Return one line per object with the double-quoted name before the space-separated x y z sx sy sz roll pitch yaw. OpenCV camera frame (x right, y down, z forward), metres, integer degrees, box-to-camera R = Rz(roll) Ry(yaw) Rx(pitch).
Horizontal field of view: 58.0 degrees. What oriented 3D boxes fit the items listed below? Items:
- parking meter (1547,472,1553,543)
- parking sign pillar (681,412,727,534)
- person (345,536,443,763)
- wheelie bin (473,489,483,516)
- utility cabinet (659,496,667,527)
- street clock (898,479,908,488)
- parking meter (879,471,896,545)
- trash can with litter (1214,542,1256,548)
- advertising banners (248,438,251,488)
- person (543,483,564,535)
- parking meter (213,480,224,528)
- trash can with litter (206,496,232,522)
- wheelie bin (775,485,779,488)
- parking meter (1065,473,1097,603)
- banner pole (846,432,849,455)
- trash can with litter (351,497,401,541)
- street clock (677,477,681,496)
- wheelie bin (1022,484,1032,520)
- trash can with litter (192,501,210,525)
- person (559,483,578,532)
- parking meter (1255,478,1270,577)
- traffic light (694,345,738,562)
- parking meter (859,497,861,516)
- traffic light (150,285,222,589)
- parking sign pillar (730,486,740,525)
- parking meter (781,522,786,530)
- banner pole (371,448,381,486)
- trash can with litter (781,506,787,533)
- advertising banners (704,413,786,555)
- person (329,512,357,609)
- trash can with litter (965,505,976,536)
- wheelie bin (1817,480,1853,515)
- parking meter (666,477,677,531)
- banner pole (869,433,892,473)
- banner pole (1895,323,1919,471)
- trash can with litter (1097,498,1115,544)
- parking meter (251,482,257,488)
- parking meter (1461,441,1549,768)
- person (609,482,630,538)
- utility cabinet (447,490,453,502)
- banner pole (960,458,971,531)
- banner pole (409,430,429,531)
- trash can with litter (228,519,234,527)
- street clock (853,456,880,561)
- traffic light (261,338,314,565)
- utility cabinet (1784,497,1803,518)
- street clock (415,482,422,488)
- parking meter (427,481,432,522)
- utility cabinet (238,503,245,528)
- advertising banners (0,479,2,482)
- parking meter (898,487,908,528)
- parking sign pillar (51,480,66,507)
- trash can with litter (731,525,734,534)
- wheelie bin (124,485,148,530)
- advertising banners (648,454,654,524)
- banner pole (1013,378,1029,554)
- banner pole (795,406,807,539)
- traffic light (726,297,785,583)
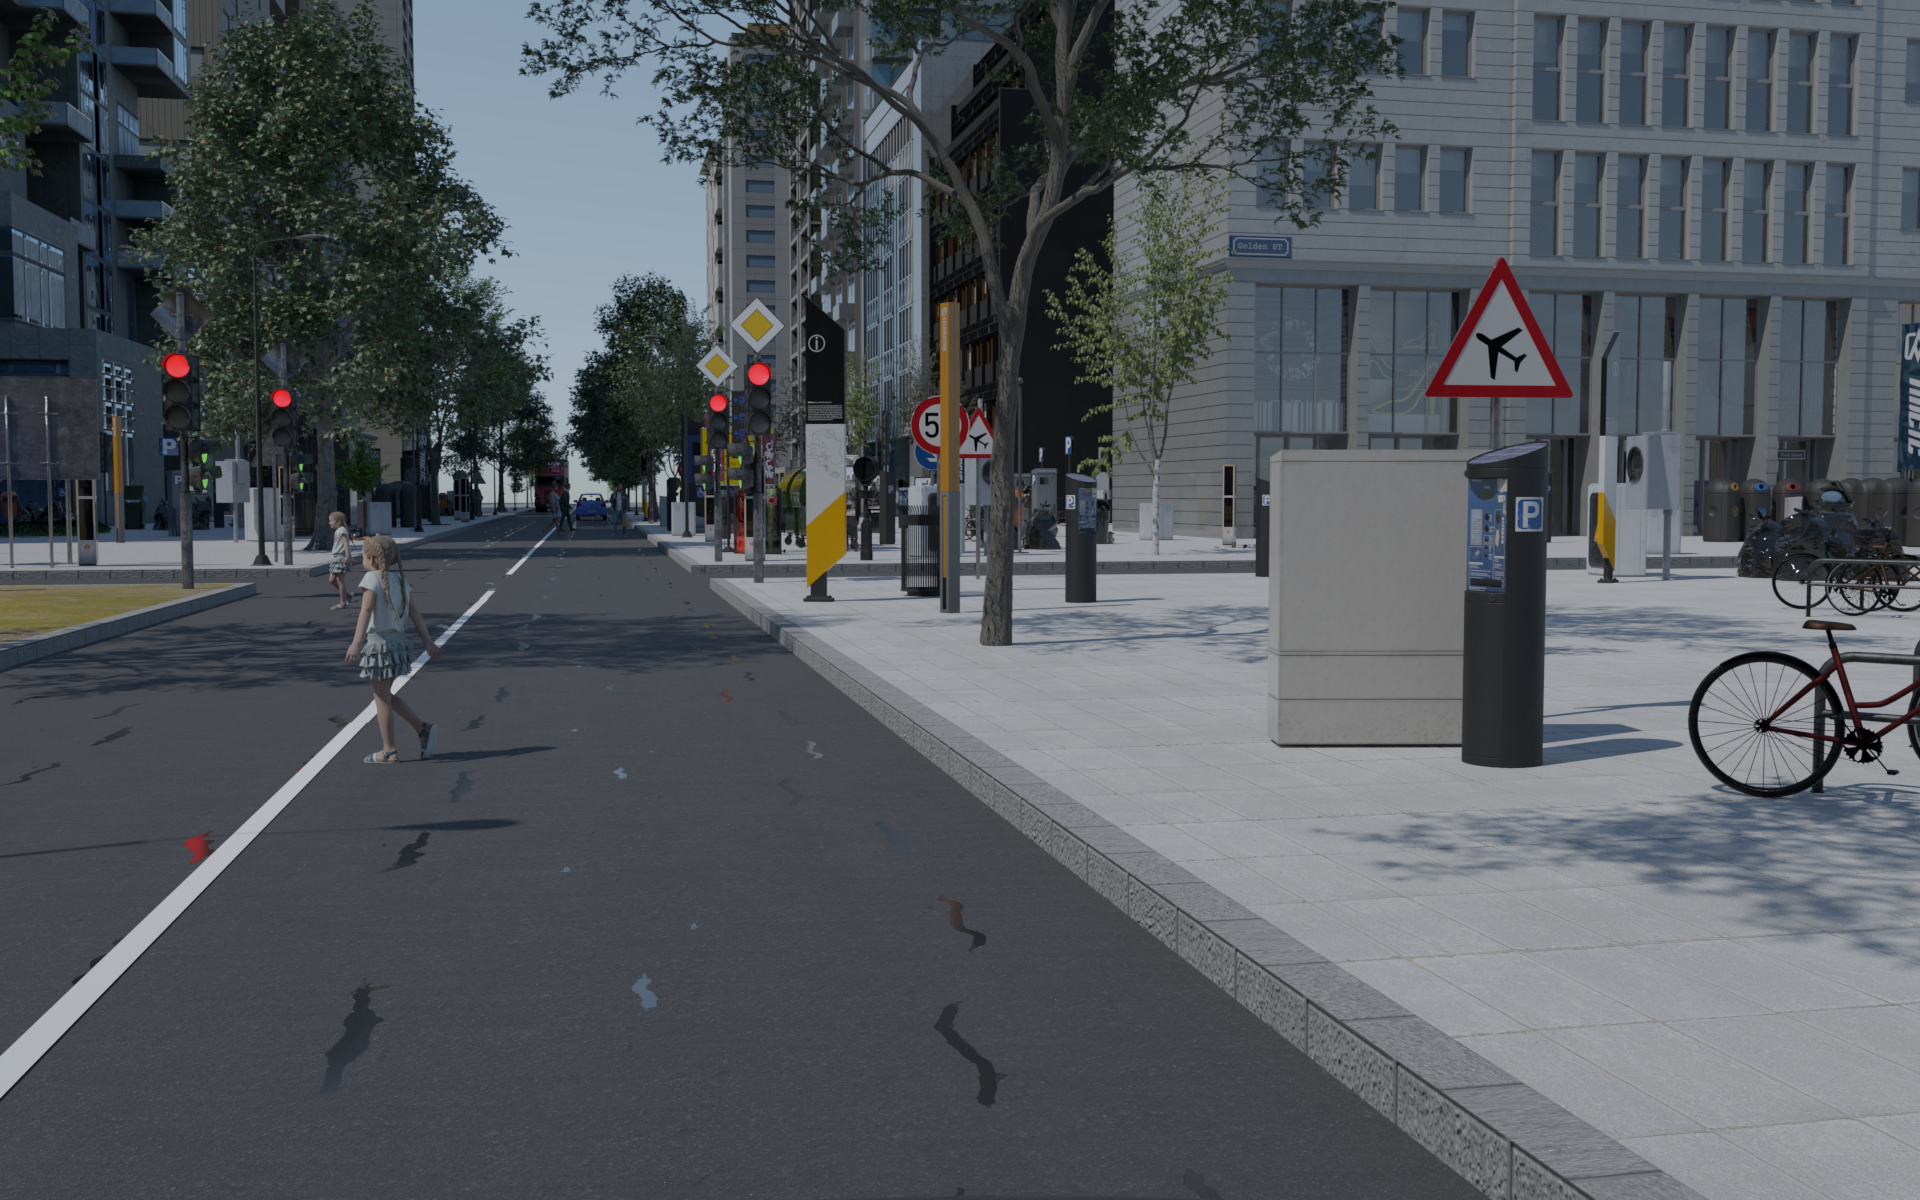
"parking meter" 15.327 -2.433 45.494 0.399 1.863 0.255 -2 4 -28
"parking sign pillar" -8.506 -4.186 56.910 1.447 3.967 1.447 0 4 -7
"person" -3.018 0.266 9.167 0.382 1.210 0.505 1 4 17
"wheelie bin" -29.001 -5.847 103.504 0.980 1.594 0.693 -3 5 -42
"utility cabinet" -11.618 -3.471 67.916 0.306 1.237 1.020 -1 4 -12
"street clock" -2.695 -4.720 81.737 0.358 2.002 0.471 -3 4 -38
"parking meter" -1.837 -2.340 43.962 0.255 1.863 0.399 3 5 42
"trash can with litter" 7.176 -1.840 41.135 2.233 1.210 1.678 1 4 14
"advertising banners" -21.132 -3.393 51.661 0.090 3.025 2.074 -1 4 -18
"person" -13.999 -3.120 59.614 0.778 1.811 0.616 0 4 -2
"parking meter" -28.134 -3.670 65.723 0.399 1.863 0.255 3 5 42
"trash can with litter" -34.723 -4.234 80.288 1.678 1.210 2.233 -2 4 -25
"wheelie bin" -6.542 -3.379 63.155 0.693 1.594 0.980 -3 4 -39
"parking meter" 1.432 -0.739 20.494 0.372 1.533 0.369 0 3 0
"banner pole" -4.147 -4.376 61.570 0.401 3.779 0.863 -2 4 -32
"trash can with litter" -16.663 -2.281 48.355 1.678 1.210 2.233 -2 4 -31
"street clock" -12.273 -4.287 74.660 0.471 2.002 0.358 -3 5 -41
"wheelie bin" 2.150 -2.871 54.843 0.693 1.594 0.980 1 4 21
"trash can with litter" -30.279 -3.489 68.433 0.624 1.170 1.055 2 4 35
"person" -15.039 -3.553 66.372 0.755 1.850 0.659 -1 4 -12
"parking meter" 4.774 -1.128 26.850 0.372 1.533 0.369 0 3 0
"traffic light" -4.598 -2.679 32.722 0.839 4.253 0.868 -1 4 -12
"parking meter" -6.030 -5.712 101.801 0.372 1.533 0.369 0 3 0
"traffic light" -10.418 -2.103 23.301 0.839 4.253 0.868 -1 4 -12
"parking sign pillar" -9.001 -4.883 68.304 1.447 3.967 1.447 0 4 -4
"parking meter" -6.396 -3.260 61.713 0.372 1.533 0.369 0 3 0
"banner pole" -28.182 -5.692 83.073 0.863 3.779 0.401 -1 4 -15
"trash can with litter" -6.352 -2.871 58.001 2.233 1.210 1.678 1 4 10
"advertising banners" -4.614 -2.496 36.999 2.074 3.025 0.090 2 4 29
"person" -7.648 -0.493 21.572 0.382 1.210 0.505 -2 4 -35
"trash can with litter" 0.421 -2.589 53.380 1.678 1.210 2.233 -1 4 -18
"wheelie bin" 20.113 -1.953 39.835 0.693 1.594 0.980 1 4 14
"parking meter" -10.012 -3.329 60.138 0.255 1.863 0.399 -2 4 -28
"banner pole" -3.164 -4.930 70.626 0.863 3.779 0.401 -1 4 -11
"banner pole" 12.367 -1.965 22.144 0.401 3.779 0.863 -2 4 -27
"trash can with litter" 3.614 -2.032 44.618 0.624 1.170 1.055 1 4 21
"parking meter" -34.323 -4.790 84.027 0.399 1.863 0.255 1 4 20
"parking meter" 2.590 0.011 8.233 0.372 1.533 0.369 0 3 0
"person" -11.057 -2.936 56.488 0.794 1.824 0.713 1 4 11
"utility cabinet" -30.286 -5.820 103.831 1.173 1.500 0.318 2 4 35
"banner pole" 0.129 -4.264 59.736 0.863 3.779 0.401 0 4 1
"banner pole" -19.076 -4.349 61.116 0.401 3.779 0.863 2 4 34
"trash can with litter" -28.087 -3.454 67.860 0.624 1.170 1.055 2 4 29
"street clock" -1.808 -1.766 33.450 0.471 2.002 0.358 1 4 22
"traffic light" -12.087 -2.580 31.111 0.839 4.253 0.868 -1 4 -12
"utility cabinet" 18.614 -1.686 38.730 0.306 1.237 1.020 1 4 22
"street clock" -26.051 -4.808 83.183 0.358 2.002 0.471 1 4 15
"parking meter" -24.344 -4.526 79.715 0.255 1.863 0.399 0 4 -2
"utility cabinet" -26.534 -3.447 65.032 1.173 1.500 0.318 1 4 14
"advertising banners" -21.358 -2.484 36.797 2.074 3.025 0.090 -1 4 -17
"parking meter" -2.122 -3.451 64.842 0.372 1.533 0.369 0 3 0
"parking sign pillar" -34.137 -4.724 65.702 1.447 3.967 1.447 -2 4 -33
"trash can with litter" -7.687 -2.720 55.853 1.055 1.170 0.624 0 4 -5
"wheelie bin" -29.956 -3.359 62.834 0.980 1.594 0.693 -1 4 -13
"advertising banners" -13.492 -4.868 75.781 0.090 3.025 2.074 0 4 -4
"banner pole" 1.122 -2.905 37.520 0.863 3.779 0.401 3 5 42
"banner pole" -4.378 -3.634 49.426 0.401 3.779 0.863 -3 5 -39
"traffic light" -2.928 -2.201 24.913 0.839 4.253 0.868 -1 4 -12
